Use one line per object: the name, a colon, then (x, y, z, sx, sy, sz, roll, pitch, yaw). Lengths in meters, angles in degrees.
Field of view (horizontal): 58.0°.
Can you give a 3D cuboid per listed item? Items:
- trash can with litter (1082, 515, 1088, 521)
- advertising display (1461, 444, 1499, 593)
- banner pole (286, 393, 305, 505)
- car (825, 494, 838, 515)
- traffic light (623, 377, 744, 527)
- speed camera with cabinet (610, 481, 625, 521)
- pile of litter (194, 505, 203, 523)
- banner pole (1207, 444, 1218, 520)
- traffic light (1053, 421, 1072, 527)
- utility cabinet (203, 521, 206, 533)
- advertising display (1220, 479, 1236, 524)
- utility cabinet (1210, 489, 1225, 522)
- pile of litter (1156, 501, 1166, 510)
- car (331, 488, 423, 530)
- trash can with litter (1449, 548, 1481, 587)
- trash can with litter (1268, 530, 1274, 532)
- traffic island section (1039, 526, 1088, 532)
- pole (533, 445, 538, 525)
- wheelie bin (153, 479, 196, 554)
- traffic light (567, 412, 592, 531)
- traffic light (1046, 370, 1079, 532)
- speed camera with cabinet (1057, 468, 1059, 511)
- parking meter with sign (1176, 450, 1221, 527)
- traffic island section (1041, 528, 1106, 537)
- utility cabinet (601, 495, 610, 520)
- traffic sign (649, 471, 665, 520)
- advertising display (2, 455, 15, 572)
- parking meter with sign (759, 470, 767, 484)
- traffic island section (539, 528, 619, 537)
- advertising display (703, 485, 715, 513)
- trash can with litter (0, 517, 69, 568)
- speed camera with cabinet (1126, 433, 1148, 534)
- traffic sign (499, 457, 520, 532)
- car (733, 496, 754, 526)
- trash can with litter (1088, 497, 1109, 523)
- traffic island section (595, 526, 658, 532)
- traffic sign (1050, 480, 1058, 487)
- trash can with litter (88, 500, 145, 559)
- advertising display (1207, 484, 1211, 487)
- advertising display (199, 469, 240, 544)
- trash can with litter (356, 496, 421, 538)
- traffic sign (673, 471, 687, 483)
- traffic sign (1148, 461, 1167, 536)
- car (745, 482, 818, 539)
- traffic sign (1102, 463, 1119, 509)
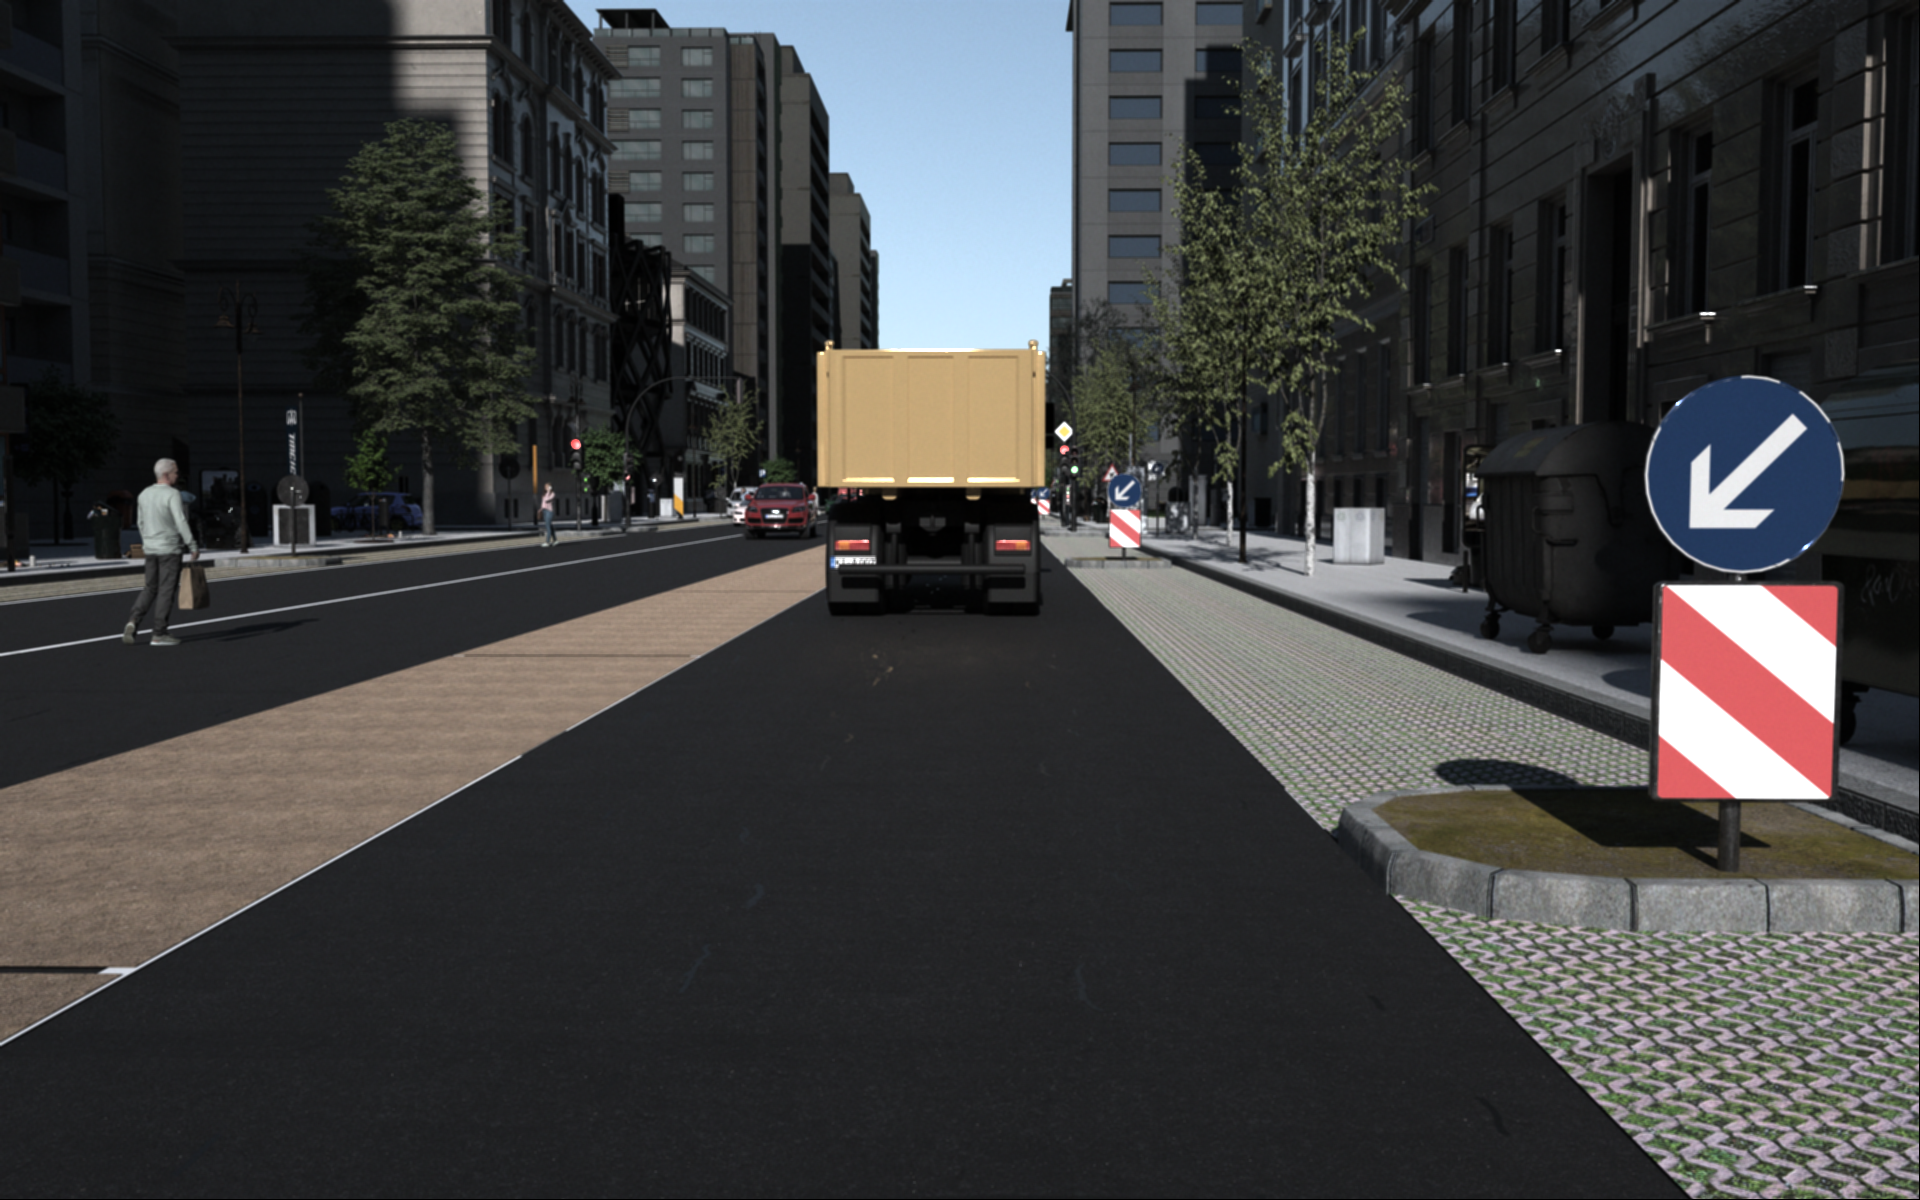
trash can with litter: (6.248, -4.287, 81.487, 1.055, 1.170, 0.624, 1, 4, 12)
advertising display: (7.006, -1.054, 22.452, 0.974, 1.923, 0.123, 0, 4, 7)
banner pole: (-16.502, -3.246, 43.090, 0.863, 3.779, 0.401, 2, 4, 34)
car: (-8.354, -6.706, 121.447, 2.131, 1.459, 4.920, 0, 4, 2)
traffic light: (-10.803, -5.665, 67.295, 4.771, 5.953, 1.251, 0, 4, 1)
speed camera with cabinet: (-16.269, -5.392, 82.497, 0.660, 3.252, 2.038, 0, 4, -4)
pile of litter: (-30.647, -3.416, 69.819, 1.719, 0.858, 1.176, 0, 4, -5)
banner pole: (12.654, -5.889, 86.297, 0.401, 3.779, 0.863, -1, 4, -18)
traffic light: (4.012, -4.775, 66.985, 0.839, 4.253, 0.868, 0, 4, 1)
utility cabinet: (-23.631, -2.827, 54.899, 0.318, 1.500, 1.173, 0, 4, -3)
advertising display: (11.629, -4.274, 75.093, 0.123, 1.923, 0.974, -2, 4, -27)
utility cabinet: (11.529, -4.210, 77.513, 0.318, 1.500, 1.173, 2, 4, 28)
pile of litter: (12.935, -6.066, 113.143, 1.719, 0.858, 1.176, 1, 4, 12)
car: (-21.595, -3.288, 63.356, 3.694, 1.707, 1.945, 0, 4, 1)
trash can with litter: (7.132, -0.770, 23.978, 0.624, 1.170, 1.055, -1, 4, -16)
trash can with litter: (11.122, -2.892, 58.336, 1.678, 1.210, 2.233, -1, 4, -14)
traffic island section: (4.052, -2.741, 67.099, 2.009, 0.180, 2.903, 0, 4, 1)
pole: (-17.701, -4.792, 72.192, 0.158, 3.312, 0.155, 0, 3, 0)
wheelie bin: (-16.777, -1.771, 36.864, 0.980, 1.594, 0.693, -1, 4, -11)
traffic light: (-13.054, -4.306, 59.318, 0.839, 4.253, 0.868, 0, 4, 1)
traffic light: (1.761, -5.152, 58.902, 4.771, 5.953, 1.251, 0, 4, 1)
speed camera with cabinet: (7.319, -8.549, 134.110, 0.660, 3.252, 2.038, 0, 4, -7)
parking meter with sign: (9.417, -4.414, 68.438, 1.738, 3.016, 0.543, 1, 4, 18)
traffic island section: (3.894, -2.253, 59.115, 2.009, 0.180, 2.903, 0, 4, 1)
utility cabinet: (-17.452, -4.546, 85.488, 0.306, 1.237, 1.020, 0, 4, 0)
traffic sign: (-14.951, -5.155, 85.467, 0.795, 2.450, 0.064, 1, 4, 9)
advertising display: (-15.788, -1.440, 28.765, 0.123, 1.923, 0.974, -2, 4, -30)
parking meter with sign: (-13.765, -7.795, 123.709, 0.543, 3.016, 1.738, 1, 4, 15)
traffic island section: (-13.094, -2.274, 59.453, 2.009, 0.180, 2.903, 0, 4, 1)
advertising display: (-17.462, -7.061, 120.659, 0.123, 1.923, 0.974, 3, 5, 40)
trash can with litter: (-17.135, -1.212, 30.876, 2.233, 1.210, 1.678, 3, 4, 37)
speed camera with cabinet: (5.723, -3.765, 55.899, 0.660, 3.252, 2.038, 0, 4, 3)
traffic sign: (-15.407, -3.615, 59.210, 0.768, 2.556, 0.104, 1, 4, 11)
car: (-9.026, -4.023, 78.134, 2.083, 1.381, 4.827, 0, 4, 3)
trash can with litter: (6.311, -3.955, 76.059, 0.624, 1.170, 1.055, 3, 5, 43)
traffic island section: (-12.936, -2.762, 67.437, 2.009, 0.180, 2.903, 0, 4, 1)
traffic sign: (6.975, -7.696, 125.837, 0.884, 2.594, 0.081, 0, 4, 1)
trash can with litter: (-16.636, -1.401, 34.287, 1.055, 1.170, 0.624, -3, 5, -39)
advertising display: (15.576, -6.340, 108.871, 0.123, 1.923, 0.974, 2, 4, 28)
advertising display: (-19.141, -2.422, 44.811, 0.974, 1.923, 0.123, -3, 4, -39)
trash can with litter: (-17.110, -2.460, 51.275, 1.678, 1.210, 2.233, -3, 5, -41)
traffic sign: (-14.652, -5.531, 90.546, 0.768, 2.556, 0.104, 0, 4, 5)
traffic sign: (6.030, -3.101, 52.826, 0.606, 2.300, 0.079, 0, 4, 5)
car: (-5.783, -2.915, 56.328, 2.281, 1.827, 5.304, 0, 4, -1)
traffic sign: (6.419, -4.469, 73.079, 0.884, 2.594, 0.081, 1, 4, 9)
